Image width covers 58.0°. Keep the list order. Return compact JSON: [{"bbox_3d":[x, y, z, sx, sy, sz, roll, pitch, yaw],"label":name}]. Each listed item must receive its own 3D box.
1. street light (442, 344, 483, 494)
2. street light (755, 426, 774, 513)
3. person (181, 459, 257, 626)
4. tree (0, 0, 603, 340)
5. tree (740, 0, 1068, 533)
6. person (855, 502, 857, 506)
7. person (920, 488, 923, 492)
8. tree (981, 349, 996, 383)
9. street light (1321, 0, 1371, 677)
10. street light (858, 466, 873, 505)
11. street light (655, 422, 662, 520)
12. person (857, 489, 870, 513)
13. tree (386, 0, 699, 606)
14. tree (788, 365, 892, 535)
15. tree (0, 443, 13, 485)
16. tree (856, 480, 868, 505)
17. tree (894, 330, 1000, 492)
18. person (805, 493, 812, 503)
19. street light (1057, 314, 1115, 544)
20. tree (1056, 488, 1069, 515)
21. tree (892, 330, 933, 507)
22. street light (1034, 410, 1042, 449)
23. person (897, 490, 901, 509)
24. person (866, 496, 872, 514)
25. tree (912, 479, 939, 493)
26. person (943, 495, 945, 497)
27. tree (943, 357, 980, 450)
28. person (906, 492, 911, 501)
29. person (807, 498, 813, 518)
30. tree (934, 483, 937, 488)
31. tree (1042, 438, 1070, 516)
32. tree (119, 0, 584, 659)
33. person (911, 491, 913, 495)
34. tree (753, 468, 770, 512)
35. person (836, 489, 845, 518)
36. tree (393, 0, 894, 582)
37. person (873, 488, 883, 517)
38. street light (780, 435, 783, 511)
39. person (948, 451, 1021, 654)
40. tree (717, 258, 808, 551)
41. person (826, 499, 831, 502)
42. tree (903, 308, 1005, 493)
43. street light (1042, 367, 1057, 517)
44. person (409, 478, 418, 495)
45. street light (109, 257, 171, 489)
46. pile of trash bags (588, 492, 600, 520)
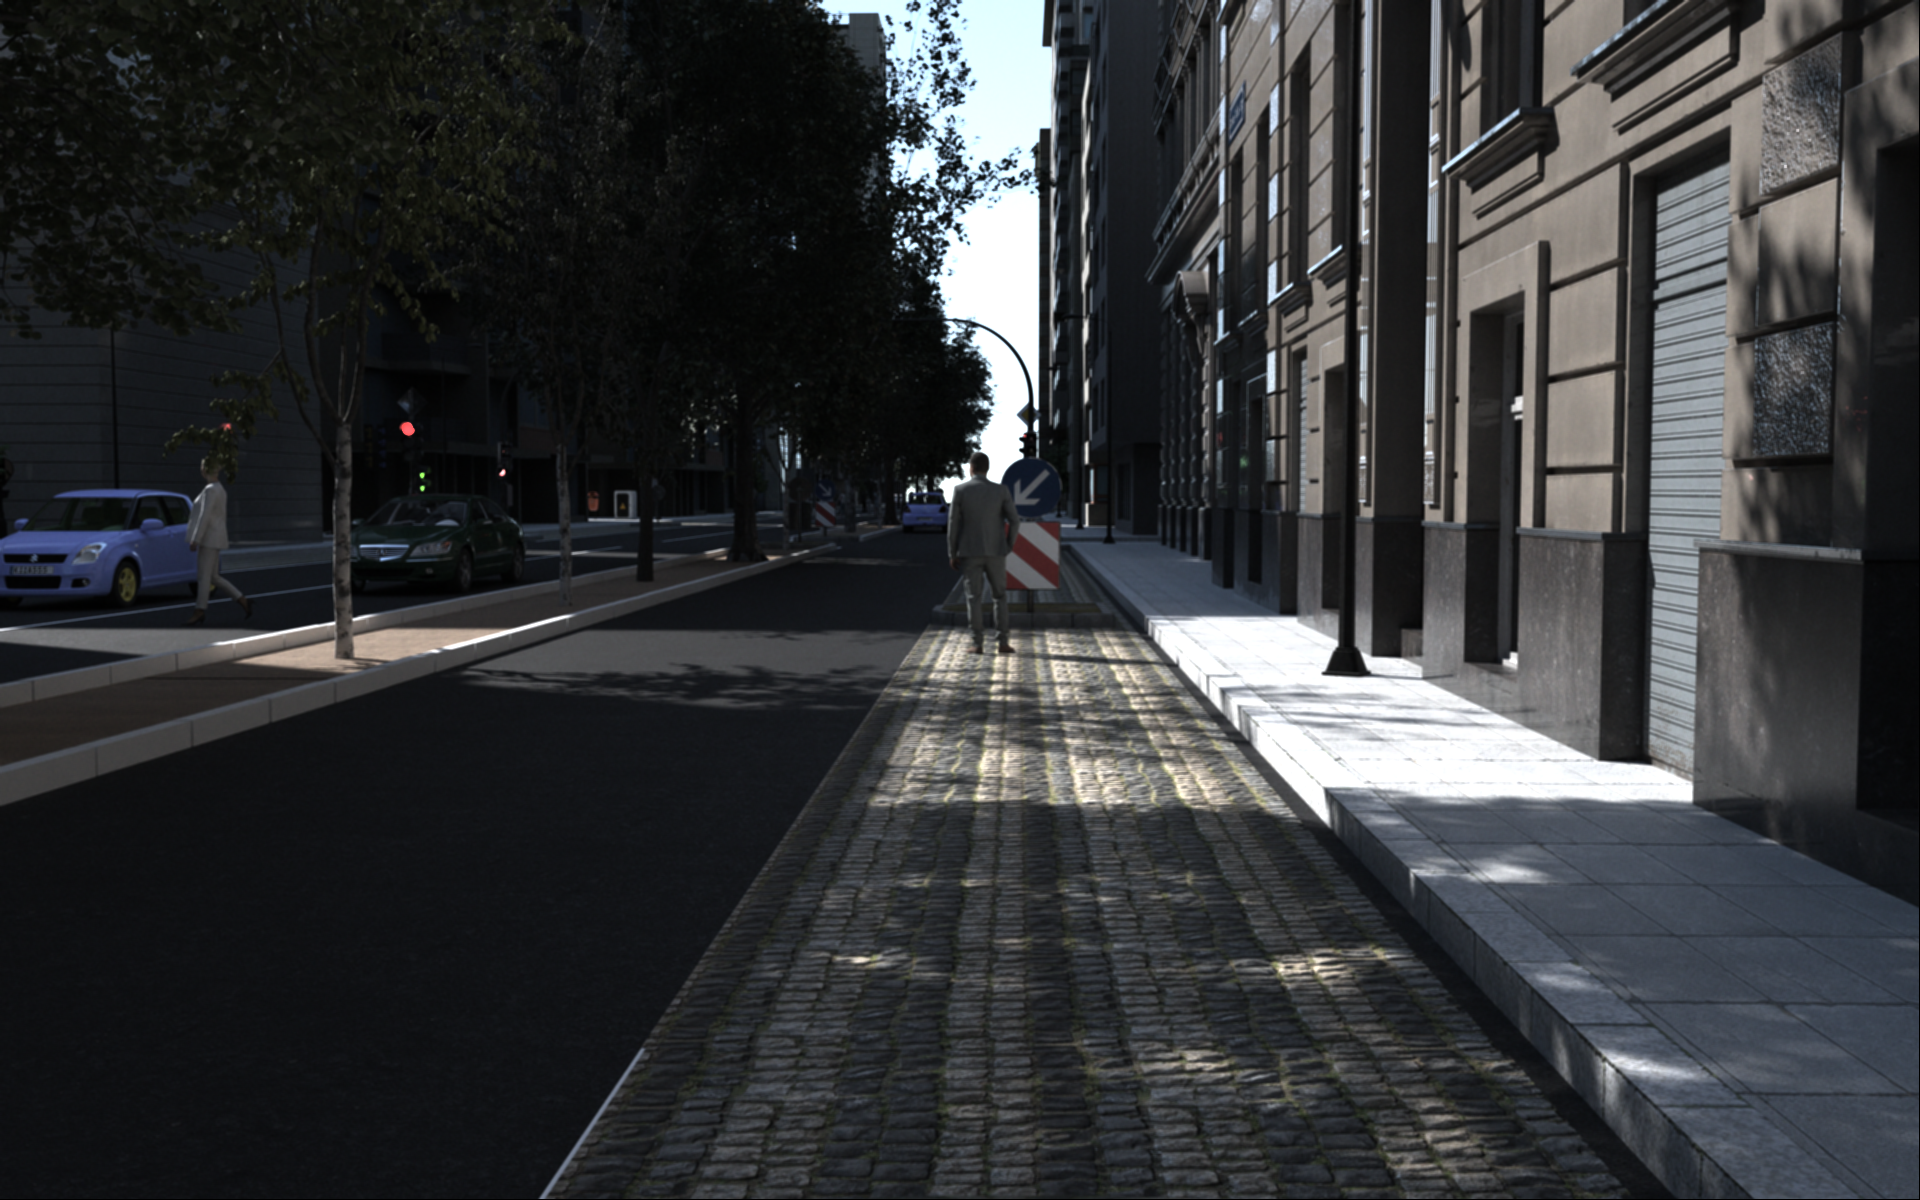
[{"bbox_3d":[-15.468,-4.967,53.746,1.470,5.913,1.316,0,4,2],"label":"street light"},{"bbox_3d":[-13.373,-8.894,117.951,1.470,5.913,1.316,0,4,2],"label":"street light"},{"bbox_3d":[-8.176,-0.654,19.070,0.818,1.842,0.514,-2,4,-34],"label":"person"},{"bbox_3d":[-5.513,-5.387,8.670,7.486,12.596,7.792,0,3,0],"label":"tree"},{"bbox_3d":[-2.879,-12.493,62.600,12.611,20.169,13.585,0,3,0],"label":"tree"},{"bbox_3d":[-7.839,-6.995,127.887,0.505,1.210,0.382,1,4,18],"label":"person"},{"bbox_3d":[-2.425,-6.172,109.591,0.661,1.801,0.590,0,4,2],"label":"person"},{"bbox_3d":[-3.196,-9.761,79.053,9.611,12.733,9.660,0,3,0],"label":"tree"},{"bbox_3d":[2.207,-2.424,12.167,1.470,5.913,1.316,0,4,2],"label":"street light"},{"bbox_3d":[-10.818,-13.609,195.047,1.470,5.913,1.316,0,4,2],"label":"street light"},{"bbox_3d":[-14.403,-6.918,85.654,1.470,5.913,1.316,0,4,2],"label":"street light"},{"bbox_3d":[-7.448,-7.708,134.670,1.348,1.807,0.705,-3,5,-42],"label":"person"},{"bbox_3d":[-5.014,-4.206,21.585,4.360,8.622,3.978,0,3,0],"label":"tree"},{"bbox_3d":[-4.358,-6.214,54.427,4.360,8.622,3.978,0,3,0],"label":"tree"},{"bbox_3d":[-18.071,-2.269,31.702,1.663,3.219,1.824,0,3,0],"label":"tree"},{"bbox_3d":[-11.876,-12.908,205.652,1.663,3.219,1.824,0,3,0],"label":"tree"},{"bbox_3d":[-1.872,-12.512,113.689,9.857,13.997,8.962,0,3,0],"label":"tree"},{"bbox_3d":[-10.629,-6.907,121.271,0.661,1.843,0.795,2,4,25],"label":"person"},{"bbox_3d":[3.335,-4.422,44.835,1.470,5.913,1.316,0,4,2],"label":"street light"},{"bbox_3d":[6.829,-6.811,105.967,1.663,3.219,1.824,0,3,0],"label":"tree"},{"bbox_3d":[-3.319,-7.261,71.540,4.360,8.622,3.978,0,3,0],"label":"tree"},{"bbox_3d":[4.908,-7.506,95.266,1.470,5.913,1.316,0,4,2],"label":"street light"},{"bbox_3d":[-5.901,-9.738,167.860,0.705,1.807,1.348,1,4,9],"label":"person"},{"bbox_3d":[-6.558,-6.844,124.676,0.425,1.301,0.394,-1,4,-11],"label":"person"},{"bbox_3d":[-1.655,-10.596,126.063,4.737,8.622,4.395,0,3,0],"label":"tree"},{"bbox_3d":[-2.888,-15.373,259.838,1.348,1.826,0.705,1,4,19],"label":"person"},{"bbox_3d":[-3.137,-9.542,92.881,8.767,10.594,7.601,0,4,2],"label":"tree"},{"bbox_3d":[-7.320,-14.598,247.972,0.742,1.727,0.445,-3,4,-38],"label":"person"},{"bbox_3d":[-9.161,-5.621,105.411,0.505,1.210,0.382,1,4,10],"label":"person"},{"bbox_3d":[-2.753,-8.198,86.856,4.360,8.622,3.978,0,3,0],"label":"tree"},{"bbox_3d":[6.218,-7.220,101.753,4.285,4.588,4.351,0,3,0],"label":"tree"},{"bbox_3d":[-5.369,-3.802,14.988,4.737,8.622,4.395,0,3,0],"label":"tree"},{"bbox_3d":[-5.413,-11.665,200.007,0.721,1.735,1.217,-1,4,-13],"label":"person"},{"bbox_3d":[-14.794,-8.172,128.213,1.663,3.219,1.824,0,3,0],"label":"tree"},{"bbox_3d":[-7.082,-5.715,102.616,0.598,1.740,0.731,2,4,34],"label":"person"},{"bbox_3d":[-5.177,-5.549,27.603,8.767,10.594,7.601,0,4,2],"label":"tree"},{"bbox_3d":[-5.176,-6.128,108.779,0.616,1.811,0.778,0,4,7],"label":"person"},{"bbox_3d":[-12.965,-9.661,130.494,1.470,5.913,1.316,0,4,2],"label":"street light"},{"bbox_3d":[0.211,-0.419,15.456,0.635,1.810,0.391,-1,4,-12],"label":"person"},{"bbox_3d":[-4.408,-5.552,43.596,4.737,8.622,4.395,0,3,0],"label":"tree"},{"bbox_3d":[-8.478,-6.191,110.064,0.601,1.785,0.444,-1,4,-9],"label":"person"},{"bbox_3d":[-2.548,-11.611,102.664,12.009,13.543,11.850,0,3,0],"label":"tree"},{"bbox_3d":[3.855,-5.555,63.358,1.470,5.913,1.316,0,4,2],"label":"street light"},{"bbox_3d":[-17.030,-2.927,54.083,0.728,1.800,0.709,0,4,2],"label":"person"},{"bbox_3d":[-16.099,-3.762,34.052,1.470,5.913,1.316,0,4,2],"label":"street light"},{"bbox_3d":[-19.799,-4.739,87.238,3.447,1.369,1.912,1,4,8],"label":"pile of trash bags"}]
